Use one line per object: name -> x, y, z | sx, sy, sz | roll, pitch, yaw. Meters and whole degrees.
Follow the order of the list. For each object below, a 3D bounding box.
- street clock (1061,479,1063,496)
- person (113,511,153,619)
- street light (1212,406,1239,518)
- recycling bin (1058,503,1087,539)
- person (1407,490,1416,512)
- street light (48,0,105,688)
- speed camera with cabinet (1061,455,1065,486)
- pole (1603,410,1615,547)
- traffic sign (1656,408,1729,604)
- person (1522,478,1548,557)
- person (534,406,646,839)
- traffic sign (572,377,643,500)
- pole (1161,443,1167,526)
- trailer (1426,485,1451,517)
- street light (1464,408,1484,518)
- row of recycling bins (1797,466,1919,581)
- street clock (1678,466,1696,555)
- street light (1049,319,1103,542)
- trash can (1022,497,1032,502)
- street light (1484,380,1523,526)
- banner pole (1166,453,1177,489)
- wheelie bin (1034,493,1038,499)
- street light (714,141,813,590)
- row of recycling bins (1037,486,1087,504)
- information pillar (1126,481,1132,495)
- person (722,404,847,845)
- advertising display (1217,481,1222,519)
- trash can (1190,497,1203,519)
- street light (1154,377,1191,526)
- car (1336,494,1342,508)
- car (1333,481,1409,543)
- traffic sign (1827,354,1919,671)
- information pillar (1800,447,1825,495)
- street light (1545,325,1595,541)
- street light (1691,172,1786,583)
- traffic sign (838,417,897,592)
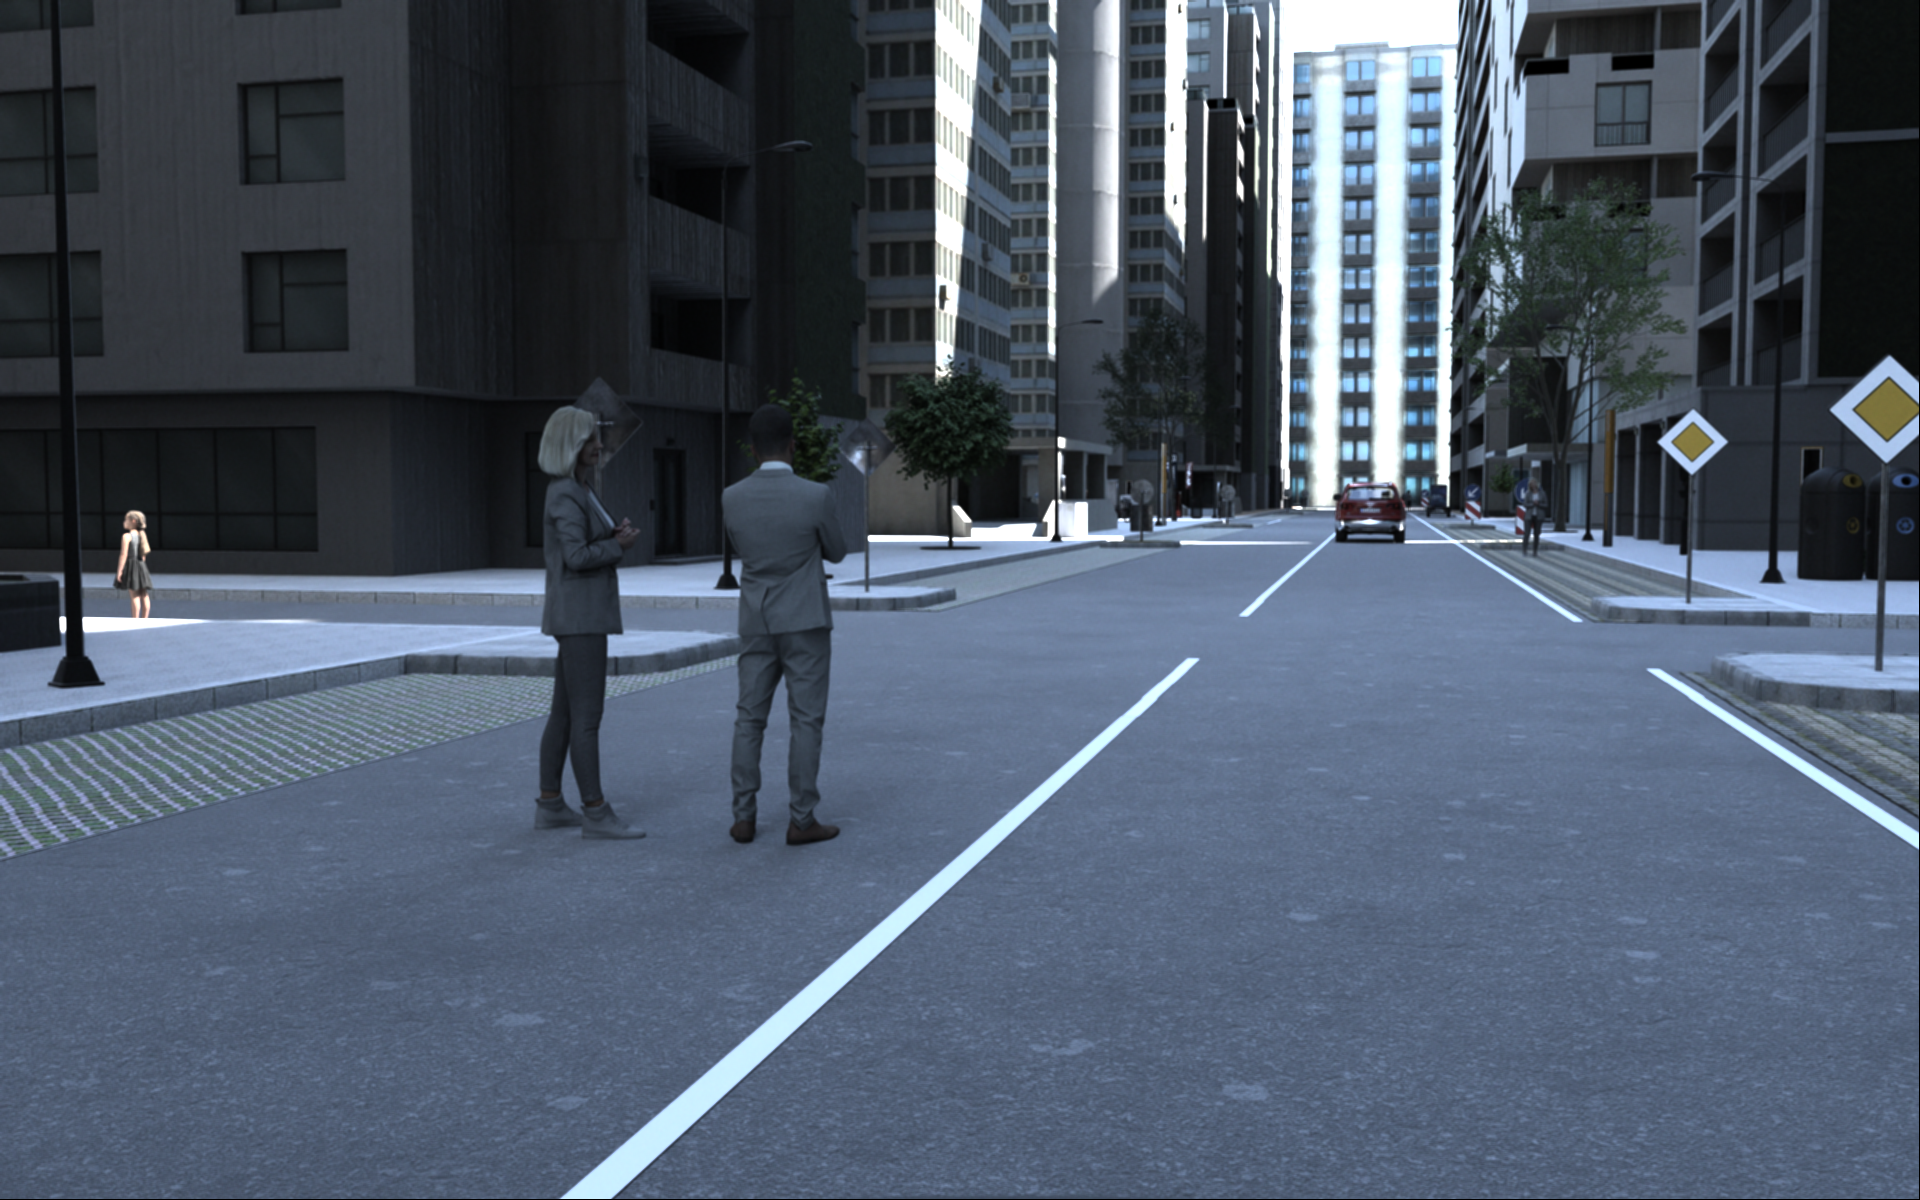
street clock -> 4.646, -4.695, 81.331 | 0.358, 2.002, 0.471 | 2, 4, 24
person -> -8.781, -0.317, 18.359 | 0.373, 1.253, 0.362 | 1, 4, 17
street light -> 14.017, -7.275, 91.487 | 1.470, 5.913, 1.316 | 1, 4, 14
recycling bin -> 3.225, -2.316, 50.423 | 0.722, 1.027, 0.722 | 2, 4, 34
person -> 35.693, -7.843, 137.517 | 0.721, 1.735, 1.217 | -2, 4, -31
street light -> -5.405, -2.371, 11.309 | 1.470, 5.913, 1.316 | 1, 4, 14
speed camera with cabinet -> 5.837, -5.697, 87.489 | 2.038, 3.252, 0.660 | 1, 4, 18
pole -> 15.776, -2.951, 42.093 | 0.158, 3.312, 0.155 | 0, 3, 0
traffic sign -> 8.542, -1.016, 20.257 | 0.795, 2.450, 0.064 | 1, 4, 14
person -> 12.961, -1.856, 39.022 | 0.537, 1.800, 0.526 | 1, 4, 21
person -> -1.564, 0.079, 7.394 | 0.526, 1.800, 0.537 | 0, 4, 3
traffic sign -> -3.098, -0.687, 14.874 | 0.795, 2.450, 0.064 | 1, 4, 14
pole -> 8.229, -4.647, 69.827 | 0.158, 3.312, 0.155 | 0, 3, 0
trailer -> 29.863, -6.180, 108.088 | 1.471, 1.999, 3.904 | 1, 4, 15
street light -> 27.732, -7.362, 92.903 | 1.470, 5.913, 1.316 | 1, 4, 14
row of recycling bins -> 14.401, -1.140, 25.756 | 3.534, 1.692, 1.069 | 1, 4, 13
street clock -> 15.308, -1.953, 36.495 | 0.358, 2.002, 0.471 | 1, 4, 12
street light -> 3.110, -4.505, 46.201 | 1.470, 5.913, 1.316 | 1, 4, 14
trash can -> 3.026, -4.274, 81.526 | 0.748, 1.137, 0.748 | 0, 3, 0
street light -> 22.212, -5.978, 70.276 | 1.470, 5.913, 1.316 | 1, 4, 14
banner pole -> 11.112, -6.226, 91.812 | 0.863, 3.779, 0.401 | 1, 4, 16
wheelie bin -> 3.725, -4.149, 75.749 | 0.980, 1.594, 0.693 | 0, 4, 5
street light -> -2.617, -3.092, 23.101 | 1.470, 5.913, 1.316 | 1, 4, 14
row of recycling bins -> 5.465, -4.769, 85.085 | 3.534, 1.692, 1.069 | 1, 4, 21
information pillar -> 9.516, -5.693, 97.570 | 0.304, 2.012, 0.304 | 0, 4, 4
person -> -0.726, 0.089, 7.229 | 0.511, 1.800, 0.466 | 0, 4, 3
advertising display -> 13.293, -5.108, 88.729 | 0.123, 1.923, 0.974 | 0, 4, 2
trash can -> 12.333, -4.809, 90.281 | 0.748, 1.137, 0.748 | 0, 3, 0
street light -> 8.452, -5.892, 68.871 | 1.470, 5.913, 1.316 | 1, 4, 14
car -> 33.847, -8.703, 151.335 | 2.155, 1.783, 4.494 | 1, 4, 14
car -> 12.539, -2.704, 52.890 | 2.281, 1.827, 5.304 | 1, 4, 14
traffic sign -> 6.660, -0.541, 12.496 | 0.795, 2.450, 0.064 | 1, 4, 14
information pillar -> 13.325, -1.384, 27.118 | 0.304, 2.012, 0.304 | 2, 4, 31
street light -> 16.761, -4.593, 47.632 | 1.470, 5.913, 1.316 | 1, 4, 14
street light -> 11.230, -3.209, 25.008 | 1.470, 5.913, 1.316 | 1, 4, 14
traffic sign -> -1.216, -1.162, 22.635 | 0.795, 2.450, 0.064 | 1, 4, 14
